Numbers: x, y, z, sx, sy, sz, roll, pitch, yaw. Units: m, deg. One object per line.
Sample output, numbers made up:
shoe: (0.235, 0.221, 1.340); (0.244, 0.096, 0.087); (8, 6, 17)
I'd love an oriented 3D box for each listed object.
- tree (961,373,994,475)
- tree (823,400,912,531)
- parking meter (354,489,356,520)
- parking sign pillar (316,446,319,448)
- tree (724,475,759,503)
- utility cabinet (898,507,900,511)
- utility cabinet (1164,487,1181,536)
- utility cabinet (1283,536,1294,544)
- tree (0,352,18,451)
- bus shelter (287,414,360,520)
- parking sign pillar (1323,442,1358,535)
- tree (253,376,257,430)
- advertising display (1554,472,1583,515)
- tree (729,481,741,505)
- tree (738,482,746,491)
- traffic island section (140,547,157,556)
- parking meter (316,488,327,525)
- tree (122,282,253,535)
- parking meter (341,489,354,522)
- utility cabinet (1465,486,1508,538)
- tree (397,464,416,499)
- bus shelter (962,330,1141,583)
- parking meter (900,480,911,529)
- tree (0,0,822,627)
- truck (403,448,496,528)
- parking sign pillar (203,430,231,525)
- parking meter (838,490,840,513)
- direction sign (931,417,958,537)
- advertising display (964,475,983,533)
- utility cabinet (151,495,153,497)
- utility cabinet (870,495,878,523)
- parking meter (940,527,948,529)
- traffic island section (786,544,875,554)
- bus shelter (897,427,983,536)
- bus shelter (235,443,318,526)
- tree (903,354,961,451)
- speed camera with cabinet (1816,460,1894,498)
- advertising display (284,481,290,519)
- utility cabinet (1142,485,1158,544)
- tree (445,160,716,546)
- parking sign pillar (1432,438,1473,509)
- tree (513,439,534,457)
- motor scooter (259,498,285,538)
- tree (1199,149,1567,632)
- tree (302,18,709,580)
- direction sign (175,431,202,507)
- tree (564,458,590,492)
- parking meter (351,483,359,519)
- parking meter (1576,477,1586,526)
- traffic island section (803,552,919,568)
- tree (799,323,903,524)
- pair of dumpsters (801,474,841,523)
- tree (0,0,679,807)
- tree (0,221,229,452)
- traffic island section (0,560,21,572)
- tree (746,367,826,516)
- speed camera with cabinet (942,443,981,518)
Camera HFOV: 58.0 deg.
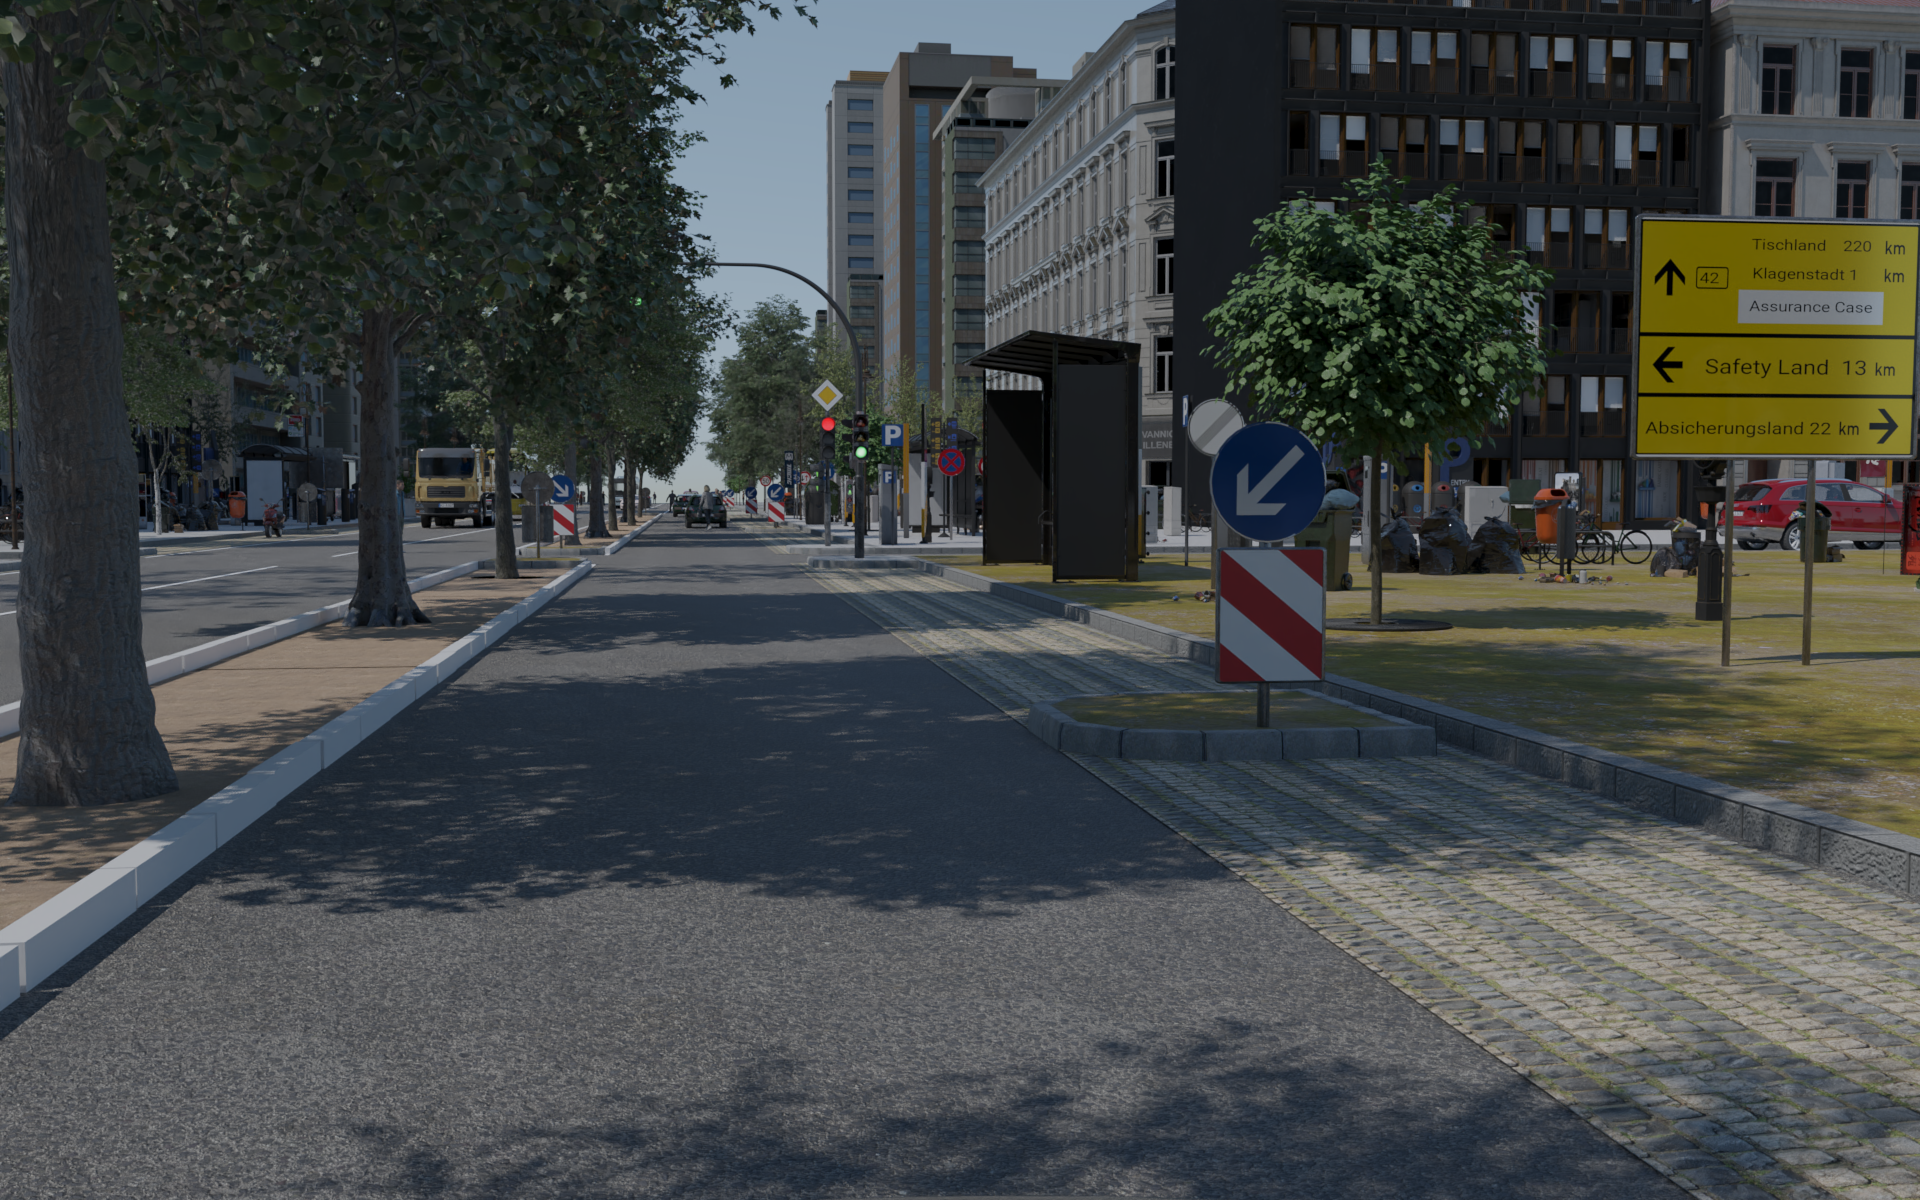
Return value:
tree: (0.554, -9.422, 104.414); (4.737, 8.622, 4.395); (0, 3, 0)
tree: (-3.094, -4.690, 60.397); (4.285, 4.588, 4.351); (0, 3, 0)
parking meter: (-30.241, -4.748, 86.048); (0.372, 1.533, 0.369); (0, 3, 0)
parking sign pillar: (-35.905, -6.630, 96.867); (1.447, 3.967, 1.447); (-2, 4, -35)
tree: (-24.799, -13.336, 201.762); (4.285, 4.588, 4.351); (0, 3, 0)
utility cabinet: (-4.387, -6.217, 110.326); (1.173, 1.500, 0.318); (1, 4, 13)
utility cabinet: (6.542, -2.726, 53.246); (0.318, 1.500, 1.173); (0, 4, -5)
utility cabinet: (8.240, -2.164, 44.068); (1.173, 1.500, 0.318); (-3, 5, -44)
tree: (-35.545, -6.837, 62.153); (4.737, 8.622, 4.395); (0, 3, 0)
bus shelter: (-33.067, -6.863, 89.835); (2.179, 5.291, 8.768); (-1, 4, -9)
parking sign pillar: (11.780, -4.031, 54.378); (1.447, 3.967, 1.447); (0, 4, -3)
tree: (-36.890, -8.288, 85.870); (4.360, 8.622, 3.978); (0, 3, 0)
advertising display: (17.610, -2.751, 50.192); (0.123, 1.923, 0.974); (-2, 4, -26)
tree: (-26.435, -12.928, 205.974); (1.663, 3.219, 1.824); (0, 3, 0)
tree: (-21.581, -14.105, 180.975); (4.360, 8.622, 3.978); (0, 3, 0)
traffic island section: (-19.866, -1.083, 39.983); (2.009, 0.180, 2.903); (-1, 4, -9)
parking meter: (-26.252, -3.842, 71.222); (0.372, 1.533, 0.369); (0, 3, 0)
tree: (-25.239, -6.341, 54.037); (4.360, 8.622, 3.978); (0, 3, 0)
parking meter: (-28.123, -4.333, 79.257); (0.372, 1.533, 0.369); (0, 3, 0)
utility cabinet: (15.163, -2.520, 49.889); (1.173, 1.500, 0.318); (-1, 4, -8)
tree: (-31.024, -6.293, 97.496); (1.663, 3.219, 1.824); (0, 3, 0)
bus shelter: (1.367, -2.247, 28.014); (1.731, 3.624, 6.357); (-1, 4, -9)
parking meter: (-2.021, -3.579, 64.231); (0.399, 1.863, 0.255); (3, 5, 39)
tree: (-6.318, -6.058, 18.507); (9.611, 12.733, 9.660); (0, 3, 0)
truck: (-21.819, -4.849, 75.201); (3.469, 3.379, 9.791); (-1, 4, -10)
parking sign pillar: (-31.200, -5.124, 72.244); (1.447, 3.967, 1.447); (-2, 4, -30)
parking meter: (-7.451, -5.917, 105.158); (0.372, 1.533, 0.369); (0, 3, 0)
direction sign: (-0.472, -3.632, 51.381); (0.876, 3.537, 0.379); (2, 4, 25)
advertising display: (0.481, -3.206, 57.639); (0.974, 1.923, 0.123); (3, 5, 42)
utility cabinet: (-39.376, -4.489, 84.555); (0.306, 1.237, 1.020); (-3, 4, -39)
utility cabinet: (-3.964, -4.100, 78.199); (0.306, 1.237, 1.020); (-1, 4, -18)
parking meter: (-0.614, -3.596, 64.498); (0.399, 1.863, 0.255); (-3, 5, -41)
traffic island section: (-3.223, -1.240, 42.551); (2.009, 0.180, 2.903); (-1, 4, -9)
bus shelter: (-0.668, -3.717, 54.704); (2.014, 3.302, 5.546); (-1, 4, -9)
bus shelter: (-28.272, -4.766, 71.853); (2.014, 3.302, 5.546); (-1, 4, -9)
tree: (-2.596, -8.558, 90.279); (4.737, 8.622, 4.395); (0, 3, 0)
speed camera with cabinet: (24.612, -3.269, 47.779); (0.660, 3.252, 2.038); (-2, 4, -34)
advertising display: (-34.895, -5.112, 88.796); (0.974, 1.923, 0.123); (-2, 4, -27)
utility cabinet: (4.475, -2.158, 43.970); (1.173, 1.500, 0.318); (-2, 4, -32)
tree: (-10.608, -7.751, 47.307); (7.486, 12.596, 7.792); (0, 3, 0)
parking sign pillar: (16.653, -4.285, 58.524); (1.447, 3.967, 1.447); (-1, 4, -13)
tree: (-39.737, -12.343, 152.167); (4.737, 8.622, 4.395); (0, 3, 0)
motor scooter: (-22.674, -2.719, 57.228); (0.815, 1.314, 1.986); (-1, 4, -9)
tree: (4.032, -2.021, 16.765); (4.285, 4.588, 4.351); (0, 3, 0)
tree: (-7.759, -6.159, 28.909); (9.928, 11.665, 9.643); (0, 3, 0)
direction sign: (-27.713, -4.300, 62.301); (0.876, 3.537, 0.379); (0, 4, -7)
tree: (-52.921, -17.657, 239.053); (4.737, 8.622, 4.395); (0, 3, 0)
parking meter: (-31.481, -5.168, 90.211); (0.399, 1.863, 0.255); (3, 5, 39)
parking meter: (21.171, -3.277, 59.291); (0.399, 1.863, 0.255); (0, 4, 5)
traffic island section: (-1.998, -0.757, 34.660); (2.009, 0.180, 2.903); (-1, 4, -9)
tree: (-4.960, -7.567, 74.079); (4.737, 8.622, 4.395); (0, 3, 0)
pair of dumpsters: (-6.345, -4.704, 79.397); (1.574, 2.255, 4.437); (-1, 4, -9)
tree: (-4.060, -6.028, 7.668); (9.857, 13.997, 8.962); (0, 3, 0)
tree: (-23.719, -7.868, 46.774); (7.486, 12.596, 7.792); (0, 3, 0)
traffic island section: (-18.642, -0.600, 32.092); (2.009, 0.180, 2.903); (-1, 4, -9)
tree: (-9.280, -9.155, 100.041); (4.360, 8.622, 3.978); (0, 3, 0)
speed camera with cabinet: (-0.164, -4.507, 68.029); (2.038, 3.252, 0.660); (-2, 4, -27)
